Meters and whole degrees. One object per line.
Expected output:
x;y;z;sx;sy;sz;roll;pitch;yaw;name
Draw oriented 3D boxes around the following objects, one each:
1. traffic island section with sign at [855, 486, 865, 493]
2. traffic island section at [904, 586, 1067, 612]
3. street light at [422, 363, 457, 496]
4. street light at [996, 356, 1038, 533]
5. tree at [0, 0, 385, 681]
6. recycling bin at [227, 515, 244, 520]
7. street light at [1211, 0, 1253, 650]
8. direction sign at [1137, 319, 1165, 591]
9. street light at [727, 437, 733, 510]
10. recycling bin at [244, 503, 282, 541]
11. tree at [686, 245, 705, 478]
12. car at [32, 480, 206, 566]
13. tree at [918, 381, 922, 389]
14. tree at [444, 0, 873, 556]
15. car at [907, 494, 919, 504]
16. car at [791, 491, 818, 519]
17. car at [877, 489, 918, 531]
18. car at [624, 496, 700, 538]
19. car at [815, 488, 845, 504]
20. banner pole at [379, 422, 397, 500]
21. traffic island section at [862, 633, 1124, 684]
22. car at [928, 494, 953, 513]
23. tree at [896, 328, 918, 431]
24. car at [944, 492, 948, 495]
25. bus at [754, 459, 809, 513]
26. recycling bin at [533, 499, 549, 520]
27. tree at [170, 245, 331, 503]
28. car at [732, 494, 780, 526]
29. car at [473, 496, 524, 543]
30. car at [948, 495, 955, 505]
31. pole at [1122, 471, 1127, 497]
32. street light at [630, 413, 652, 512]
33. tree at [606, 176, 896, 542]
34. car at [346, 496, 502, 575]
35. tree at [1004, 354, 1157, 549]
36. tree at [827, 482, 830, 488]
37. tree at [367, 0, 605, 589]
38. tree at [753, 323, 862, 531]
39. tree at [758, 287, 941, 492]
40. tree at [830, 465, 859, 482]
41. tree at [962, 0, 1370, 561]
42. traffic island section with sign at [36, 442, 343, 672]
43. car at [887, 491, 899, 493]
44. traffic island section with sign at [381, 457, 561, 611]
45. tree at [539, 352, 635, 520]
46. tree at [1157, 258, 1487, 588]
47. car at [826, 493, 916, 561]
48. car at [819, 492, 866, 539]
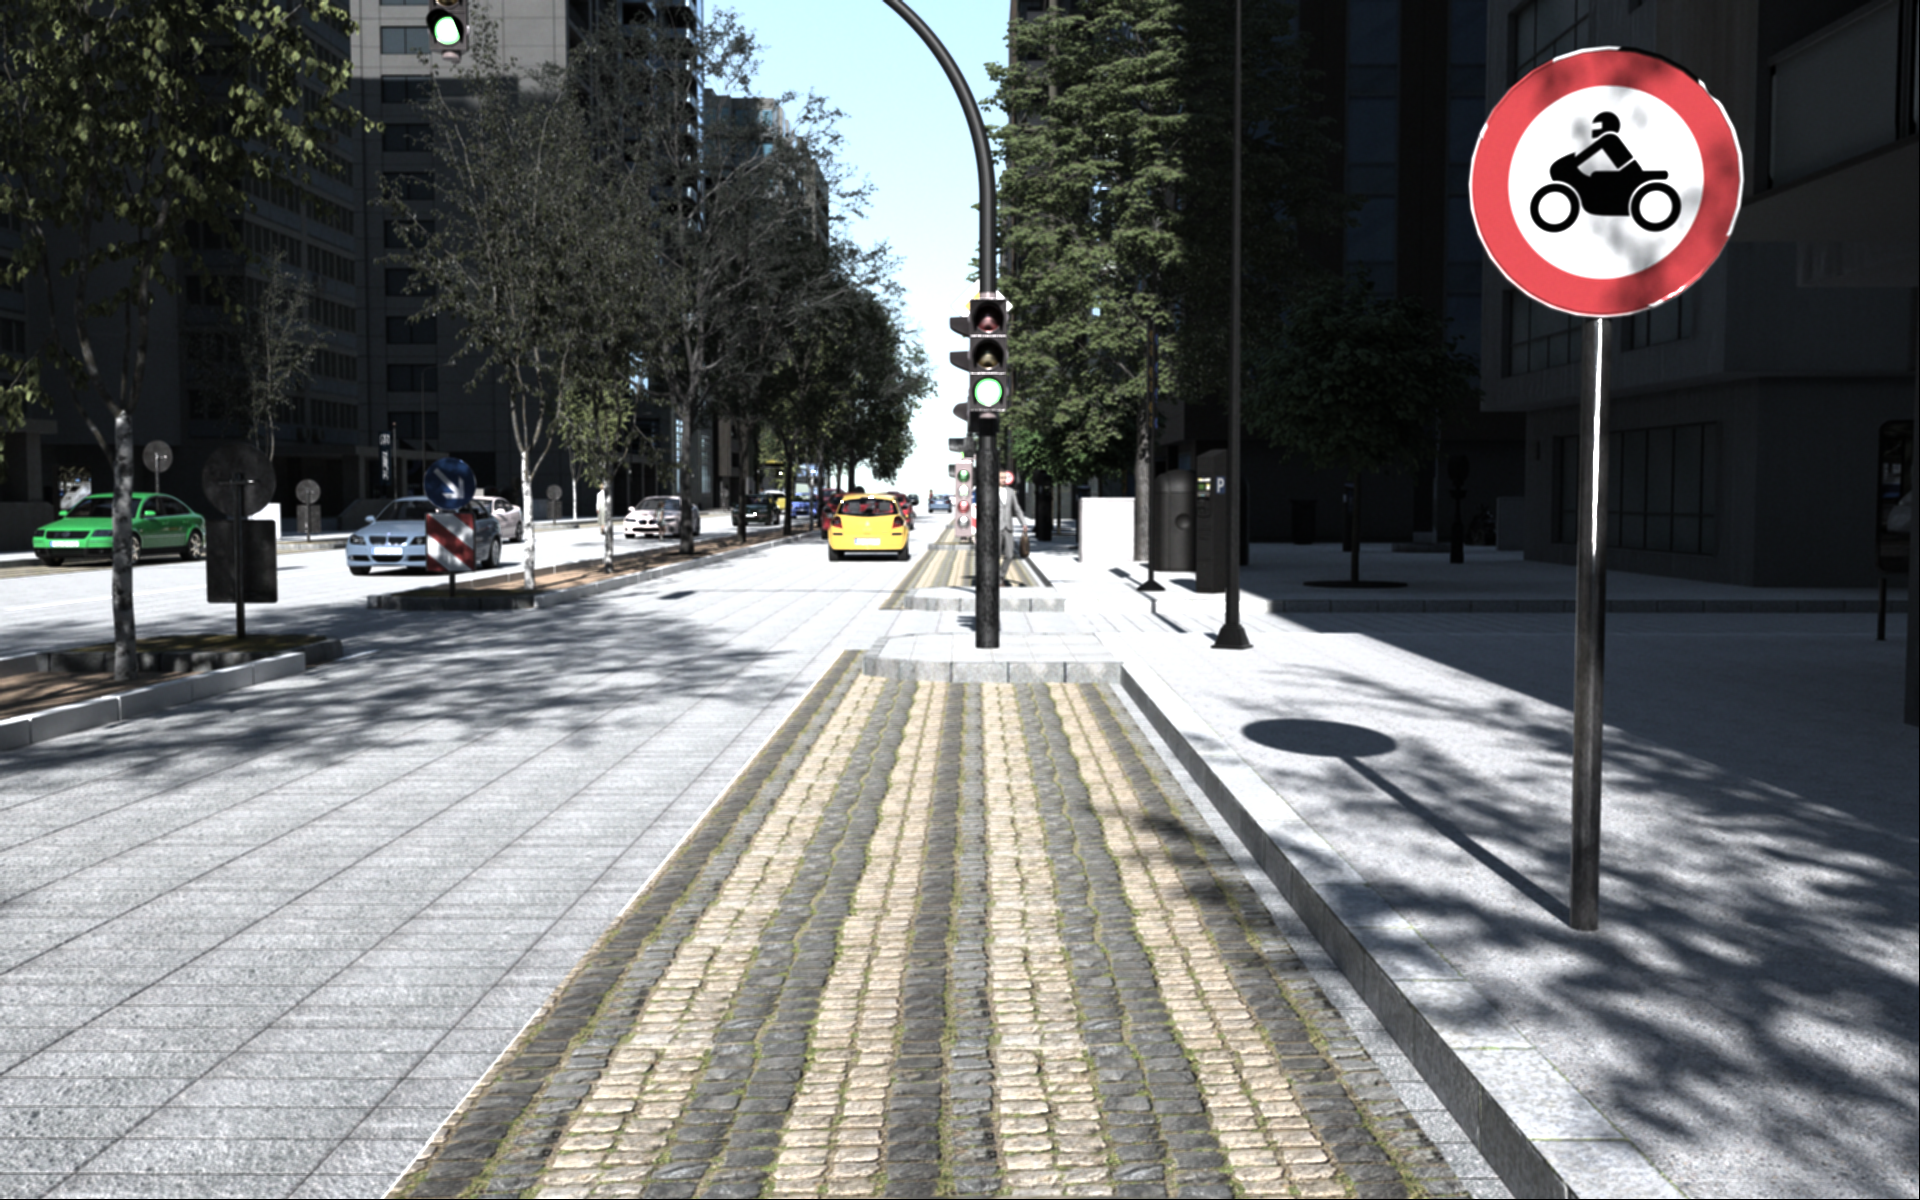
-5.720;-5.456;97.344;2.006;1.907;1.989;0;4;0;traffic island section with sign
0.311;-0.013;22.491;2.009;0.180;2.903;0;4;0;traffic island section
-18.542;-5.450;61.656;1.470;5.913;1.316;0;4;0;street light
2.020;-5.200;57.557;1.470;5.913;1.316;0;4;0;street light
-6.425;-3.695;13.239;4.737;8.622;4.395;0;3;0;tree
-22.647;-2.576;54.679;0.722;1.027;0.722;0;3;0;recycling bin
1.731;-2.554;14.292;1.470;5.913;1.316;0;4;0;street light
2.544;-1.894;22.961;0.379;3.537;0.876;1;4;14;direction sign
-17.909;-10.120;138.005;1.470;5.913;1.316;0;4;0;street light
-19.144;-2.148;47.674;0.722;1.027;0.722;-3;4;-36;recycling bin
-6.380;-4.786;31.078;4.360;8.622;3.978;0;3;0;tree
-17.173;-1.635;35.536;1.959;1.807;4.718;0;4;0;car
-6.056;-9.036;84.602;8.767;10.594;7.601;0;4;0;tree
-6.439;-7.800;40.358;12.009;13.543;11.850;0;3;0;tree
-6.876;-14.873;252.965;2.009;1.686;4.222;0;4;1;car
-9.067;-5.596;101.084;1.945;1.707;3.694;0;3;0;car
-2.792;-3.692;69.396;2.155;1.783;4.494;0;4;0;car
-9.850;-2.762;57.522;2.083;1.381;4.827;0;4;2;car
-8.322;-6.335;112.256;2.281;1.827;5.304;0;3;0;car
-19.936;-4.312;60.523;0.863;3.779;0.401;1;4;14;banner pole
0.244;0.476;14.506;2.009;0.180;2.903;0;4;0;traffic island section
-1.515;-7.412;133.194;2.014;1.417;4.499;0;4;1;car
-6.037;-7.507;59.604;8.767;10.594;7.601;0;4;0;tree
-1.768;-14.851;252.407;1.945;1.707;3.694;0;4;2;car
-12.729;-8.175;125.210;2.896;3.916;12.252;0;4;0;bus
-21.250;-4.588;87.567;0.722;1.027;0.722;3;4;36;recycling bin
-20.456;-6.116;50.354;4.360;8.622;3.978;0;3;0;tree
-9.269;-4.214;78.688;2.009;1.686;4.222;0;4;2;car
-13.886;-2.275;49.565;2.083;1.381;4.827;0;4;2;car
-1.107;-11.196;195.411;2.083;1.381;4.827;0;4;-1;car
6.222;-4.384;65.514;0.158;3.312;0.155;0;3;0;pole
-18.261;-7.735;99.010;1.470;5.913;1.316;0;4;0;street light
-6.500;-6.956;50.600;8.767;10.594;7.601;0;4;0;tree
-9.822;-1.227;32.069;2.014;1.417;4.499;0;4;2;car
3.274;-3.485;40.693;4.285;4.588;4.351;0;3;0;tree
-17.840;-14.448;230.828;1.663;3.219;1.824;0;3;0;tree
-6.441;-4.444;25.485;4.360;8.622;3.978;0;3;0;tree
-5.692;-6.917;65.918;4.737;8.622;4.395;0;3;0;tree
-5.852;-10.628;93.226;9.611;12.733;9.660;0;3;0;tree
-18.127;-20.244;256.744;9.928;11.665;9.643;0;3;0;tree
3.950;-7.024;32.968;7.486;12.596;7.792;0;3;0;tree
-6.412;-0.408;14.801;2.006;1.907;1.989;0;4;0;traffic island section with sign
-8.537;-13.006;221.326;2.281;1.827;5.304;0;4;-1;car
-6.341;-0.861;22.208;2.006;1.907;1.989;0;4;0;traffic island section with sign
-19.085;-8.324;86.467;4.737;8.622;4.395;0;3;0;tree
5.577;-2.471;24.109;4.285;4.588;4.351;0;3;0;tree
-1.986;-1.718;38.313;2.015;1.641;3.980;0;4;-1;car
-3.532;-2.893;56.338;2.155;1.783;4.494;0;4;-1;car
